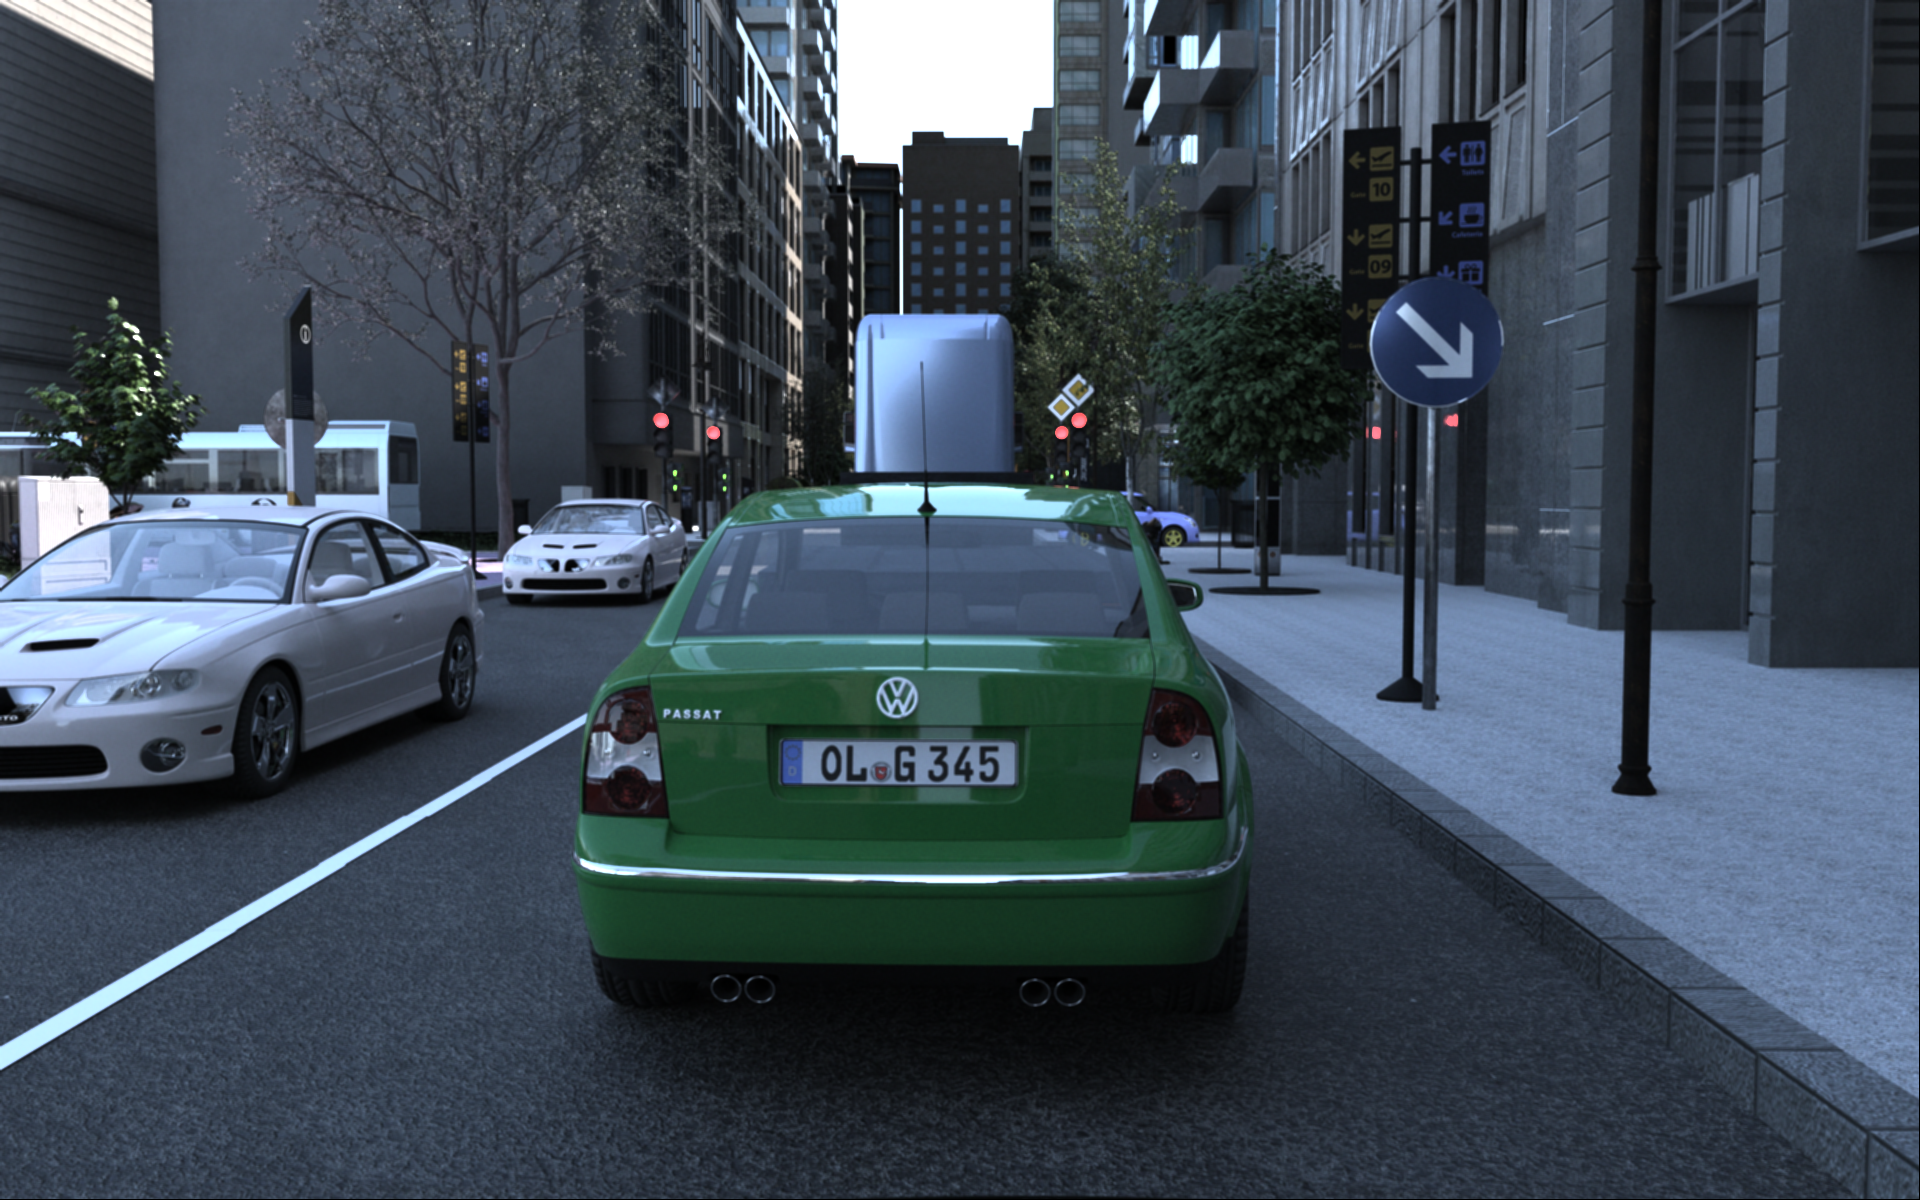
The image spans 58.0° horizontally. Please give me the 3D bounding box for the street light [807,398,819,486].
[{"bbox_3d":[-6.942,-6.684,82.078,0.468,5.910,1.993,0,4,0],"label":"street light"}]

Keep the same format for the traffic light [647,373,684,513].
[{"bbox_3d":[-6.879,-3.147,40.379,0.839,4.253,0.868,0,4,0],"label":"traffic light"}]

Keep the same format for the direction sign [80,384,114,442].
[{"bbox_3d":[-17.549,-2.660,35.483,0.379,3.537,0.876,2,4,33],"label":"direction sign"}]

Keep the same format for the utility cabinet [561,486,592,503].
[{"bbox_3d":[-10.685,-2.428,48.376,0.318,1.500,1.173,-3,5,-43],"label":"utility cabinet"}]

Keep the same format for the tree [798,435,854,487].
[{"bbox_3d":[-7.365,-6.912,96.717,4.285,4.588,4.351,0,3,0],"label":"tree"}]

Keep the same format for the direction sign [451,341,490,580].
[{"bbox_3d":[-7.333,-2.081,26.026,0.379,3.537,0.876,1,4,20],"label":"direction sign"}]

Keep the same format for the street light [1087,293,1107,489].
[{"bbox_3d":[3.120,-4.107,39.944,0.468,5.910,1.993,0,4,0],"label":"street light"}]

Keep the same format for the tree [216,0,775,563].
[{"bbox_3d":[-8.708,-7.459,32.319,12.009,13.543,11.850,0,3,0],"label":"tree"}]

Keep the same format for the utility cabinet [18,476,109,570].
[{"bbox_3d":[-11.317,-0.811,21.945,0.318,1.500,1.173,1,4,16],"label":"utility cabinet"}]

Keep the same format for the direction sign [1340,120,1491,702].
[{"bbox_3d":[2.801,-1.146,10.733,0.876,3.537,0.379,1,4,19],"label":"direction sign"}]

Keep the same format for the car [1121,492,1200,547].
[{"bbox_3d":[4.415,-2.183,45.286,3.694,1.707,1.945,0,4,2],"label":"car"}]

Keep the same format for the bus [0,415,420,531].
[{"bbox_3d":[-20.814,-3.022,44.275,13.247,3.499,2.948,0,3,0],"label":"bus"}]

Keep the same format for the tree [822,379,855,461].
[{"bbox_3d":[-7.192,-9.871,111.757,4.737,8.622,4.395,0,3,0],"label":"tree"}]

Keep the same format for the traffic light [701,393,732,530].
[{"bbox_3d":[-6.810,-3.636,48.363,0.839,4.253,0.868,0,4,0],"label":"traffic light"}]

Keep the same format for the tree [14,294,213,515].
[{"bbox_3d":[-8.322,-1.366,16.932,1.663,3.219,1.824,0,3,0],"label":"tree"}]

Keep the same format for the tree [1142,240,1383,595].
[{"bbox_3d":[4.060,-2.376,22.567,4.285,4.588,4.351,0,3,0],"label":"tree"}]

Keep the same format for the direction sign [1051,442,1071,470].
[{"bbox_3d":[4.329,-5.034,74.305,0.876,3.537,0.379,0,4,-8],"label":"direction sign"}]

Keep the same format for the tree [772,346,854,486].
[{"bbox_3d":[-7.474,-8.334,86.630,4.360,8.622,3.978,0,3,0],"label":"tree"}]

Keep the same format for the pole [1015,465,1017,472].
[{"bbox_3d":[3.495,-7.027,108.742,0.158,3.312,0.155,0,3,0],"label":"pole"}]

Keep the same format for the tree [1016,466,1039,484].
[{"bbox_3d":[4.031,-6.745,104.889,1.663,3.219,1.824,0,3,0],"label":"tree"}]

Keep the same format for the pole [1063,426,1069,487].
[{"bbox_3d":[3.191,-3.567,52.172,0.158,3.312,0.155,0,3,0],"label":"pole"}]

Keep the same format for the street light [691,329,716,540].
[{"bbox_3d":[-7.180,-4.637,48.610,0.468,5.910,1.993,0,4,0],"label":"street light"}]

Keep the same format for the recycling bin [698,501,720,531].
[{"bbox_3d":[-8.866,-2.971,61.136,0.722,1.027,0.722,0,4,-6],"label":"recycling bin"}]

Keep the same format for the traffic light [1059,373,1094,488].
[{"bbox_3d":[2.732,-3.143,40.312,0.839,4.253,0.868,0,4,0],"label":"traffic light"}]

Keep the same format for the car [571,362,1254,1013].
[{"bbox_3d":[-0.052,0.160,6.185,1.959,1.807,4.718,0,4,2],"label":"car"}]

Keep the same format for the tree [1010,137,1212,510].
[{"bbox_3d":[3.475,-5.219,35.691,4.737,8.622,4.395,0,3,0],"label":"tree"}]

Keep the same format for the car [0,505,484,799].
[{"bbox_3d":[-4.119,0.164,9.677,2.083,1.381,4.827,0,4,2],"label":"car"}]

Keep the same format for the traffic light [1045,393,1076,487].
[{"bbox_3d":[2.801,-3.632,48.297,0.839,4.253,0.868,0,4,0],"label":"traffic light"}]

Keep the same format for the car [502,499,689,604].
[{"bbox_3d":[-4.970,-0.720,24.131,2.083,1.381,4.827,0,4,1],"label":"car"}]

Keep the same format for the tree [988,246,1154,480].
[{"bbox_3d":[4.341,-9.980,80.175,9.611,12.733,9.660,0,3,0],"label":"tree"}]

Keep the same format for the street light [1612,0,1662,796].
[{"bbox_3d":[2.897,-2.109,7.266,0.468,5.910,1.993,0,4,0],"label":"street light"}]

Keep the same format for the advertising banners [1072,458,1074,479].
[{"bbox_3d":[3.947,-4.049,62.394,0.090,3.025,2.074,1,4,13],"label":"advertising banners"}]

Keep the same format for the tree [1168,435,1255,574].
[{"bbox_3d":[4.214,-2.067,28.398,1.663,3.219,1.824,0,3,0],"label":"tree"}]

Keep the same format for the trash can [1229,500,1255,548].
[{"bbox_3d":[6.749,-1.802,41.119,0.748,1.137,0.748,0,3,0],"label":"trash can"}]

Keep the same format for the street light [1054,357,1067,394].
[{"bbox_3d":[3.350,-5.152,57.027,0.468,5.910,1.993,0,4,0],"label":"street light"}]

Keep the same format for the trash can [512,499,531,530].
[{"bbox_3d":[-12.488,-2.276,48.858,0.748,1.137,0.748,0,3,0],"label":"trash can"}]
